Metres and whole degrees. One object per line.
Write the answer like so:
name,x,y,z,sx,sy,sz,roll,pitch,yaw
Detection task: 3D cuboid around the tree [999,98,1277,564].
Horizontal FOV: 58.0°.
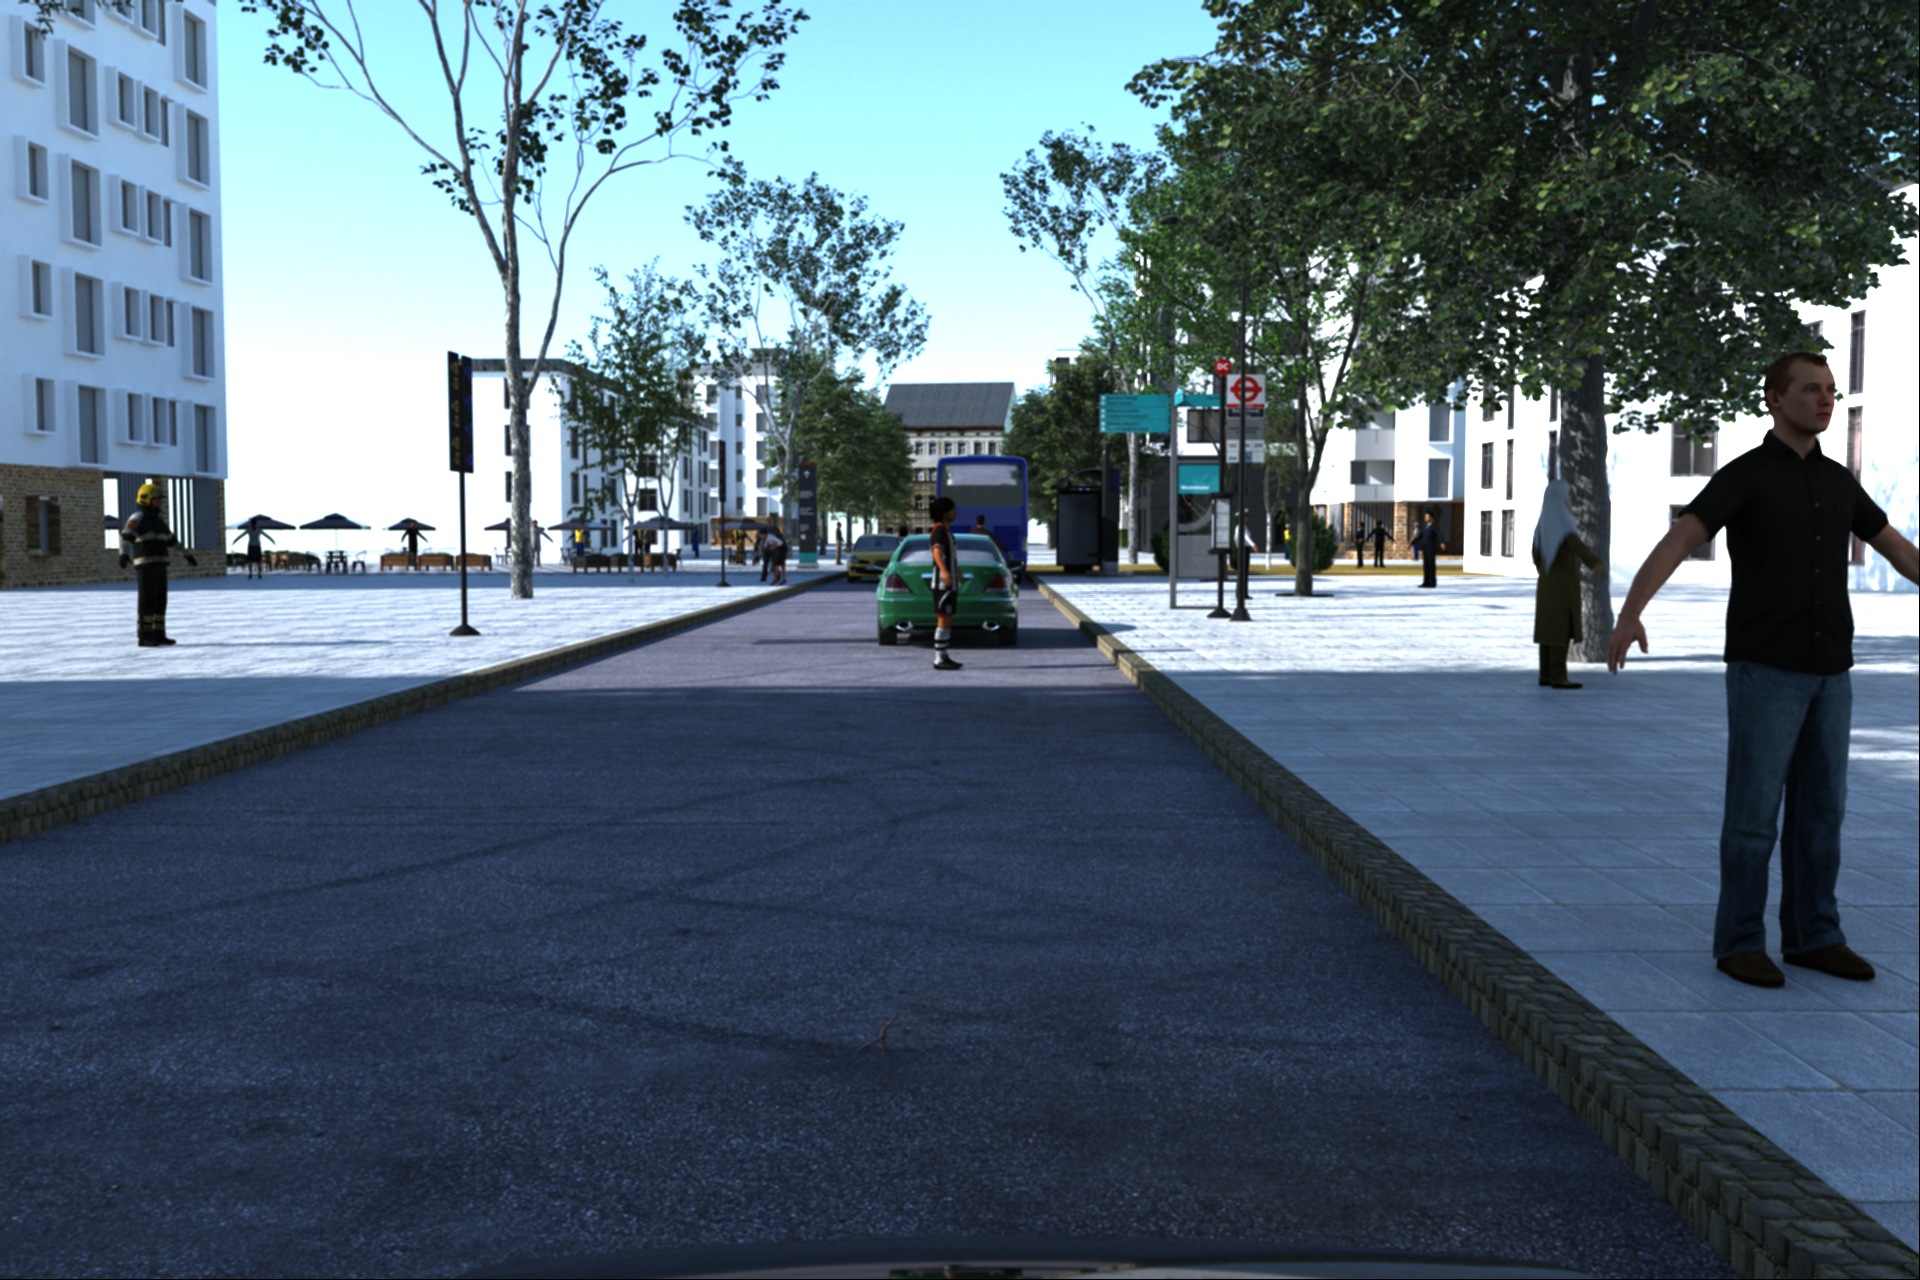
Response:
tree,8.887,-13.308,73.471,12.611,20.169,13.585,0,3,0

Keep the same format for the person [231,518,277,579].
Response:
person,-20.360,-2.638,49.962,1.217,1.735,0.721,-2,4,-25

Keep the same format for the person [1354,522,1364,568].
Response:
person,15.004,-3.582,65.289,0.721,1.740,1.216,0,4,3

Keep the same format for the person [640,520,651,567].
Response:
person,-12.211,-3.749,67.431,0.705,1.813,1.348,0,4,2

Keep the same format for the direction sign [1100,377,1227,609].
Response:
direction sign,3.632,-2.458,28.947,2.525,3.948,1.411,0,4,1

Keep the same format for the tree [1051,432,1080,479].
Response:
tree,7.569,-10.567,123.128,4.360,8.622,3.978,0,3,0

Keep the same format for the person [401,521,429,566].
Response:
person,-21.829,-3.852,69.200,0.704,1.802,1.346,2,4,32

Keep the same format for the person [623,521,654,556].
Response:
person,-13.699,-4.163,73.848,1.354,1.856,0.705,-2,4,-23

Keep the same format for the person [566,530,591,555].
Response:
person,-16.875,-4.334,76.827,1.349,1.833,0.705,2,4,25

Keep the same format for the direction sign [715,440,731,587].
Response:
direction sign,-5.765,-3.062,42.054,0.379,3.537,0.876,0,4,1

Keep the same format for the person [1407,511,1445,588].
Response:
person,11.189,-2.160,41.366,0.704,1.823,1.345,-2,4,-23

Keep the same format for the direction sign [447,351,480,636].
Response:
direction sign,-6.297,-1.830,21.914,0.379,3.537,0.876,0,4,2

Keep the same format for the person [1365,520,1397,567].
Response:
person,16.147,-3.697,66.633,1.347,1.806,0.705,3,5,44

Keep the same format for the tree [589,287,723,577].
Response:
tree,-8.743,-6.186,51.498,4.360,8.622,3.978,0,3,0

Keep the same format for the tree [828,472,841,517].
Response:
tree,-20.661,-20.822,250.806,12.009,13.543,11.850,0,3,0

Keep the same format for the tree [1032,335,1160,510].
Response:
tree,7.673,-11.047,98.740,7.486,12.596,7.792,0,3,0

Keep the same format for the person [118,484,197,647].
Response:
person,-9.231,-0.860,19.830,0.704,1.858,1.351,1,4,9

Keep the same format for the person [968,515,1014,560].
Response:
person,0.428,-1.613,34.962,1.346,1.812,0.704,1,4,19

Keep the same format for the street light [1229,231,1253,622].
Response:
street light,4.685,-3.231,25.372,1.470,5.913,1.316,0,4,1

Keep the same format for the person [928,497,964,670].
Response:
person,-0.135,-0.598,18.372,0.704,1.843,1.345,0,4,5

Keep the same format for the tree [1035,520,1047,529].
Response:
tree,13.946,-20.382,251.364,7.486,12.596,7.792,0,3,0

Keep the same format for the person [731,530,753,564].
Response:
person,-9.405,-4.189,74.250,1.354,1.858,0.705,3,5,43

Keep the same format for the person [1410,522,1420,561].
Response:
person,21.851,-4.724,83.098,0.705,1.847,1.347,2,4,25

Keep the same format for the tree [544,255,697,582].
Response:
tree,-8.872,-5.857,46.133,4.737,8.622,4.395,0,3,0

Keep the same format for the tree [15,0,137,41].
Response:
tree,-8.913,-6.021,8.813,12.009,13.543,11.850,0,3,0

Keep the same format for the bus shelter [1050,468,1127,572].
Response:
bus shelter,4.055,-3.782,55.752,2.014,3.302,5.546,0,4,-1

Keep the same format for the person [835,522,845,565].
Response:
person,-5.034,-4.046,72.419,0.705,1.796,1.348,0,4,6

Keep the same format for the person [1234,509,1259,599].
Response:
person,5.672,-1.699,34.246,0.721,1.778,1.216,0,4,-7

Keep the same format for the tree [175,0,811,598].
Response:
tree,-9.292,-10.811,32.646,12.611,20.169,13.585,0,3,0

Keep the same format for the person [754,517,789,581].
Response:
person,-5.140,-2.475,47.067,0.990,1.755,0.434,1,4,12

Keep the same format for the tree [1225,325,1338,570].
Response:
tree,10.826,-6.815,61.792,4.360,8.622,3.978,0,3,0

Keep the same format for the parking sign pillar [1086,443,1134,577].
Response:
parking sign pillar,4.522,-3.893,52.121,1.447,3.967,1.447,0,4,0

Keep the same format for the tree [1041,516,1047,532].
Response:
tree,12.508,-17.954,243.911,4.737,8.622,4.395,0,3,0

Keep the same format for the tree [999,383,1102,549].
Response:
tree,7.621,-14.592,145.229,9.857,13.997,8.962,0,3,0

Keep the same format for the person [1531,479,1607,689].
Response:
person,5.075,-0.471,14.477,0.721,1.736,1.217,0,4,-5

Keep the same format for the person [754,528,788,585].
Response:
person,-4.702,-2.092,43.438,0.628,1.438,0.799,2,4,32

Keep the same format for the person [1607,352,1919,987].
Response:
person,2.416,0.074,5.004,1.348,1.803,0.705,-1,4,-15

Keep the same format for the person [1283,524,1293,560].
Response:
person,16.317,-4.850,85.761,0.721,1.772,1.216,-1,4,-22

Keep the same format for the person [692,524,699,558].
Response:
person,-14.015,-5.243,91.856,0.704,1.817,1.347,-1,4,-18

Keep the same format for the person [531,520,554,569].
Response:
person,-15.672,-3.531,63.917,1.347,1.806,0.705,-1,4,-16
